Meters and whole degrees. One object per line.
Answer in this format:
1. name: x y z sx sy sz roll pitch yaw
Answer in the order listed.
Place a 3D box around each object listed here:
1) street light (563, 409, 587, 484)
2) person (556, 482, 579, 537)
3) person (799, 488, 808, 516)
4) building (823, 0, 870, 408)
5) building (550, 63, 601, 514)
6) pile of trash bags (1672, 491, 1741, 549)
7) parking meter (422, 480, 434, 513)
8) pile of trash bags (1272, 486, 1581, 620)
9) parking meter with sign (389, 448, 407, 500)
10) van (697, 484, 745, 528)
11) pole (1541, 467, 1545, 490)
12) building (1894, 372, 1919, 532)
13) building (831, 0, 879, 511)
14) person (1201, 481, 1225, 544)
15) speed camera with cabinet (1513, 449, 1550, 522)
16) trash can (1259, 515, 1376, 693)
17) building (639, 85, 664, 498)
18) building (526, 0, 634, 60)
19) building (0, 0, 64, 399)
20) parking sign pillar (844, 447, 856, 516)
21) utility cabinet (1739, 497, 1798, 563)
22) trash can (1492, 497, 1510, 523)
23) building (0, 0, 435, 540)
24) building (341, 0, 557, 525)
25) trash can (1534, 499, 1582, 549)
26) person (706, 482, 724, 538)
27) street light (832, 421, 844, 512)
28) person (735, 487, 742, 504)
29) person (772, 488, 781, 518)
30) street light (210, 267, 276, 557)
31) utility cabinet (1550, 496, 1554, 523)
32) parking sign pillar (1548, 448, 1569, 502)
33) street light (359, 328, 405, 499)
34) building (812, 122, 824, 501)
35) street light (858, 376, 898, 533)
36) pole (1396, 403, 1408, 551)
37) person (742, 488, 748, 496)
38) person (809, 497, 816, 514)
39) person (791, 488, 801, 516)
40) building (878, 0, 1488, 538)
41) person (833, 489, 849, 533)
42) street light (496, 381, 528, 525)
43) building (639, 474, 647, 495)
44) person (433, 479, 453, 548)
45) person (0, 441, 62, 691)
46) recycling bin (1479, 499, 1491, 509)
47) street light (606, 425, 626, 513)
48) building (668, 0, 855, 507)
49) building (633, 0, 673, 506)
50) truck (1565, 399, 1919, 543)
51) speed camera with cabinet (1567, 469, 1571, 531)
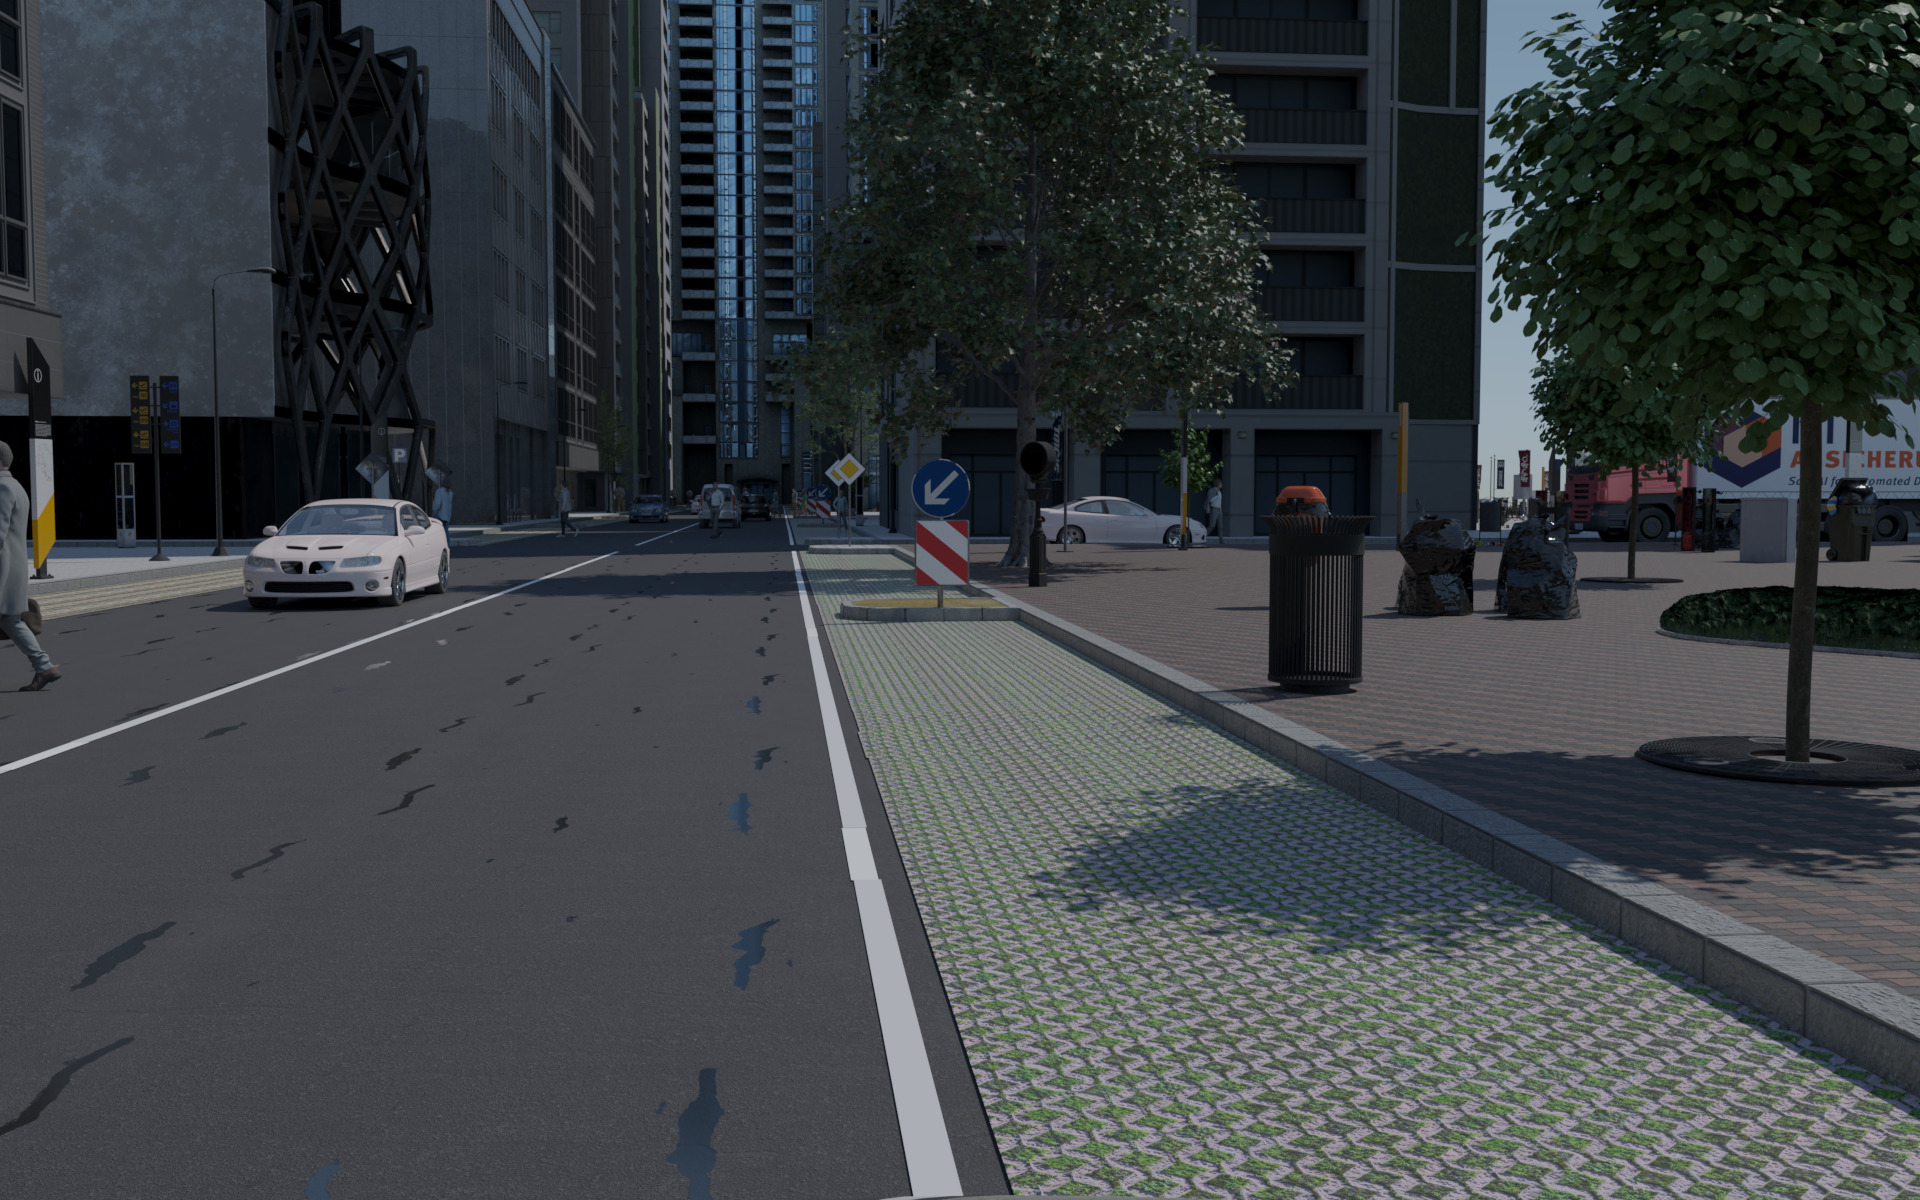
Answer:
1. street light: -20.970 -7.442 94.213 1.470 5.913 1.316 0 4 -6
2. person: -13.032 -3.004 57.468 0.795 1.843 0.661 0 4 -3
3. person: -9.956 -6.253 110.986 0.529 1.795 0.600 -3 4 -36
4. building: -3.098 -38.583 172.823 21.231 58.520 28.212 0 4 -6
5. building: -29.706 -18.883 102.240 14.314 27.812 24.014 0 4 -6
6. pile of trash bags: 18.587 -1.993 42.330 1.912 1.369 3.447 -1 4 -13
7. parking meter: -21.456 -3.923 69.856 0.399 1.863 0.255 0 4 -2
8. pile of trash bags: 5.104 -0.569 19.056 3.447 1.369 1.912 2 4 28
9. parking meter with sign: -21.686 -4.298 66.527 0.543 3.016 1.738 -2 4 -30
10. van: -10.230 -4.091 73.893 2.013 2.044 4.112 0 4 -5
11. pole: 43.498 -8.281 129.240 0.158 3.312 0.155 0 3 0
12. building: 34.948 -23.036 60.235 14.086 41.232 14.154 0 4 -6
13. building: -0.262 -50.723 141.990 22.319 86.520 31.000 0 4 -6
14. person: 6.973 -2.379 47.502 0.850 1.850 0.679 2 4 32
15. speed camera with cabinet: 25.505 -5.073 77.283 2.038 3.252 0.660 -3 4 -39
16. trash can: 2.327 0.020 11.327 0.748 1.137 0.748 0 3 0
17. building: -36.588 -29.648 168.336 14.154 41.232 14.086 0 4 -6
18. building: -31.840 -27.258 129.255 14.154 41.232 14.086 0 4 -6
19. building: -20.186 -13.562 15.251 14.314 27.812 24.014 0 4 -6
20. parking sign pillar: -6.378 -6.826 100.070 1.447 3.967 1.447 -1 4 -15
21. utility cabinet: 15.327 -1.326 32.843 0.306 1.237 1.020 -2 4 -28
22. trash can: 23.851 -3.959 76.391 0.748 1.137 0.748 0 3 0
23. building: -26.122 -11.529 55.958 16.820 18.784 16.811 0 4 -6
24. building: -26.149 -16.012 79.820 12.078 24.808 19.932 0 4 -6
25. trash can: 11.908 -1.413 34.758 0.748 1.137 0.748 0 3 0
26. person: -8.003 -2.933 56.556 0.679 1.850 0.850 2 4 23
27. street light: -5.059 -6.524 79.215 1.470 5.913 1.316 0 4 -6
28. person: -11.457 -4.901 88.808 0.661 1.801 0.590 1 4 22
29. person: -10.840 -5.739 102.423 0.778 1.811 0.616 2 4 35
30. street light: -14.723 -3.857 35.602 1.470 5.913 1.316 0 4 -6
31. utility cabinet: 24.084 -3.544 69.114 0.306 1.237 1.020 -3 5 -40
32. parking sign pillar: 32.897 -6.571 95.907 1.447 3.967 1.447 1 4 9
33. street light: -16.221 -4.649 48.556 1.470 5.913 1.316 0 4 -6
34. building: -9.491 -31.217 193.986 14.154 41.232 14.086 0 4 -6
35. street light: -2.728 -5.132 56.450 1.470 5.913 1.316 0 4 -6
36. pole: 9.905 -2.749 38.783 0.158 3.312 0.155 0 3 0
37. person: -13.151 -5.920 105.481 0.721 1.800 0.419 2 4 33
38. person: -10.741 -7.091 125.902 0.593 1.643 0.415 -1 4 -13
39. person: -10.844 -6.412 113.462 0.853 1.813 0.709 -3 5 -41
40. building: 7.868 -37.997 59.499 20.611 71.187 20.563 0 4 -6
41. person: -4.382 -3.270 63.778 0.589 1.601 0.330 0 4 -7
42. street light: -18.465 -6.042 71.331 1.470 5.913 1.316 0 4 -6
43. building: -43.606 -27.870 147.550 32.217 40.220 23.993 0 4 -6
44. person: -12.108 -1.947 40.603 0.793 1.790 0.793 -1 4 -10
45. person: -6.910 -0.233 12.416 0.767 1.812 0.694 -1 4 -18
46. recycling bin: 28.335 -4.991 94.160 0.722 1.027 0.722 -3 4 -36
47. street light: -23.213 -8.835 116.987 1.470 5.913 1.316 0 4 -6
48. building: -29.563 -55.304 216.890 31.000 86.520 22.319 0 4 -6
49. building: -45.609 -39.397 186.140 28.212 58.520 21.231 0 4 -6
50. truck: 22.161 -3.640 48.426 11.283 4.237 2.839 0 4 -4
51. speed camera with cabinet: 22.159 -4.026 60.161 2.038 3.252 0.660 1 4 20
